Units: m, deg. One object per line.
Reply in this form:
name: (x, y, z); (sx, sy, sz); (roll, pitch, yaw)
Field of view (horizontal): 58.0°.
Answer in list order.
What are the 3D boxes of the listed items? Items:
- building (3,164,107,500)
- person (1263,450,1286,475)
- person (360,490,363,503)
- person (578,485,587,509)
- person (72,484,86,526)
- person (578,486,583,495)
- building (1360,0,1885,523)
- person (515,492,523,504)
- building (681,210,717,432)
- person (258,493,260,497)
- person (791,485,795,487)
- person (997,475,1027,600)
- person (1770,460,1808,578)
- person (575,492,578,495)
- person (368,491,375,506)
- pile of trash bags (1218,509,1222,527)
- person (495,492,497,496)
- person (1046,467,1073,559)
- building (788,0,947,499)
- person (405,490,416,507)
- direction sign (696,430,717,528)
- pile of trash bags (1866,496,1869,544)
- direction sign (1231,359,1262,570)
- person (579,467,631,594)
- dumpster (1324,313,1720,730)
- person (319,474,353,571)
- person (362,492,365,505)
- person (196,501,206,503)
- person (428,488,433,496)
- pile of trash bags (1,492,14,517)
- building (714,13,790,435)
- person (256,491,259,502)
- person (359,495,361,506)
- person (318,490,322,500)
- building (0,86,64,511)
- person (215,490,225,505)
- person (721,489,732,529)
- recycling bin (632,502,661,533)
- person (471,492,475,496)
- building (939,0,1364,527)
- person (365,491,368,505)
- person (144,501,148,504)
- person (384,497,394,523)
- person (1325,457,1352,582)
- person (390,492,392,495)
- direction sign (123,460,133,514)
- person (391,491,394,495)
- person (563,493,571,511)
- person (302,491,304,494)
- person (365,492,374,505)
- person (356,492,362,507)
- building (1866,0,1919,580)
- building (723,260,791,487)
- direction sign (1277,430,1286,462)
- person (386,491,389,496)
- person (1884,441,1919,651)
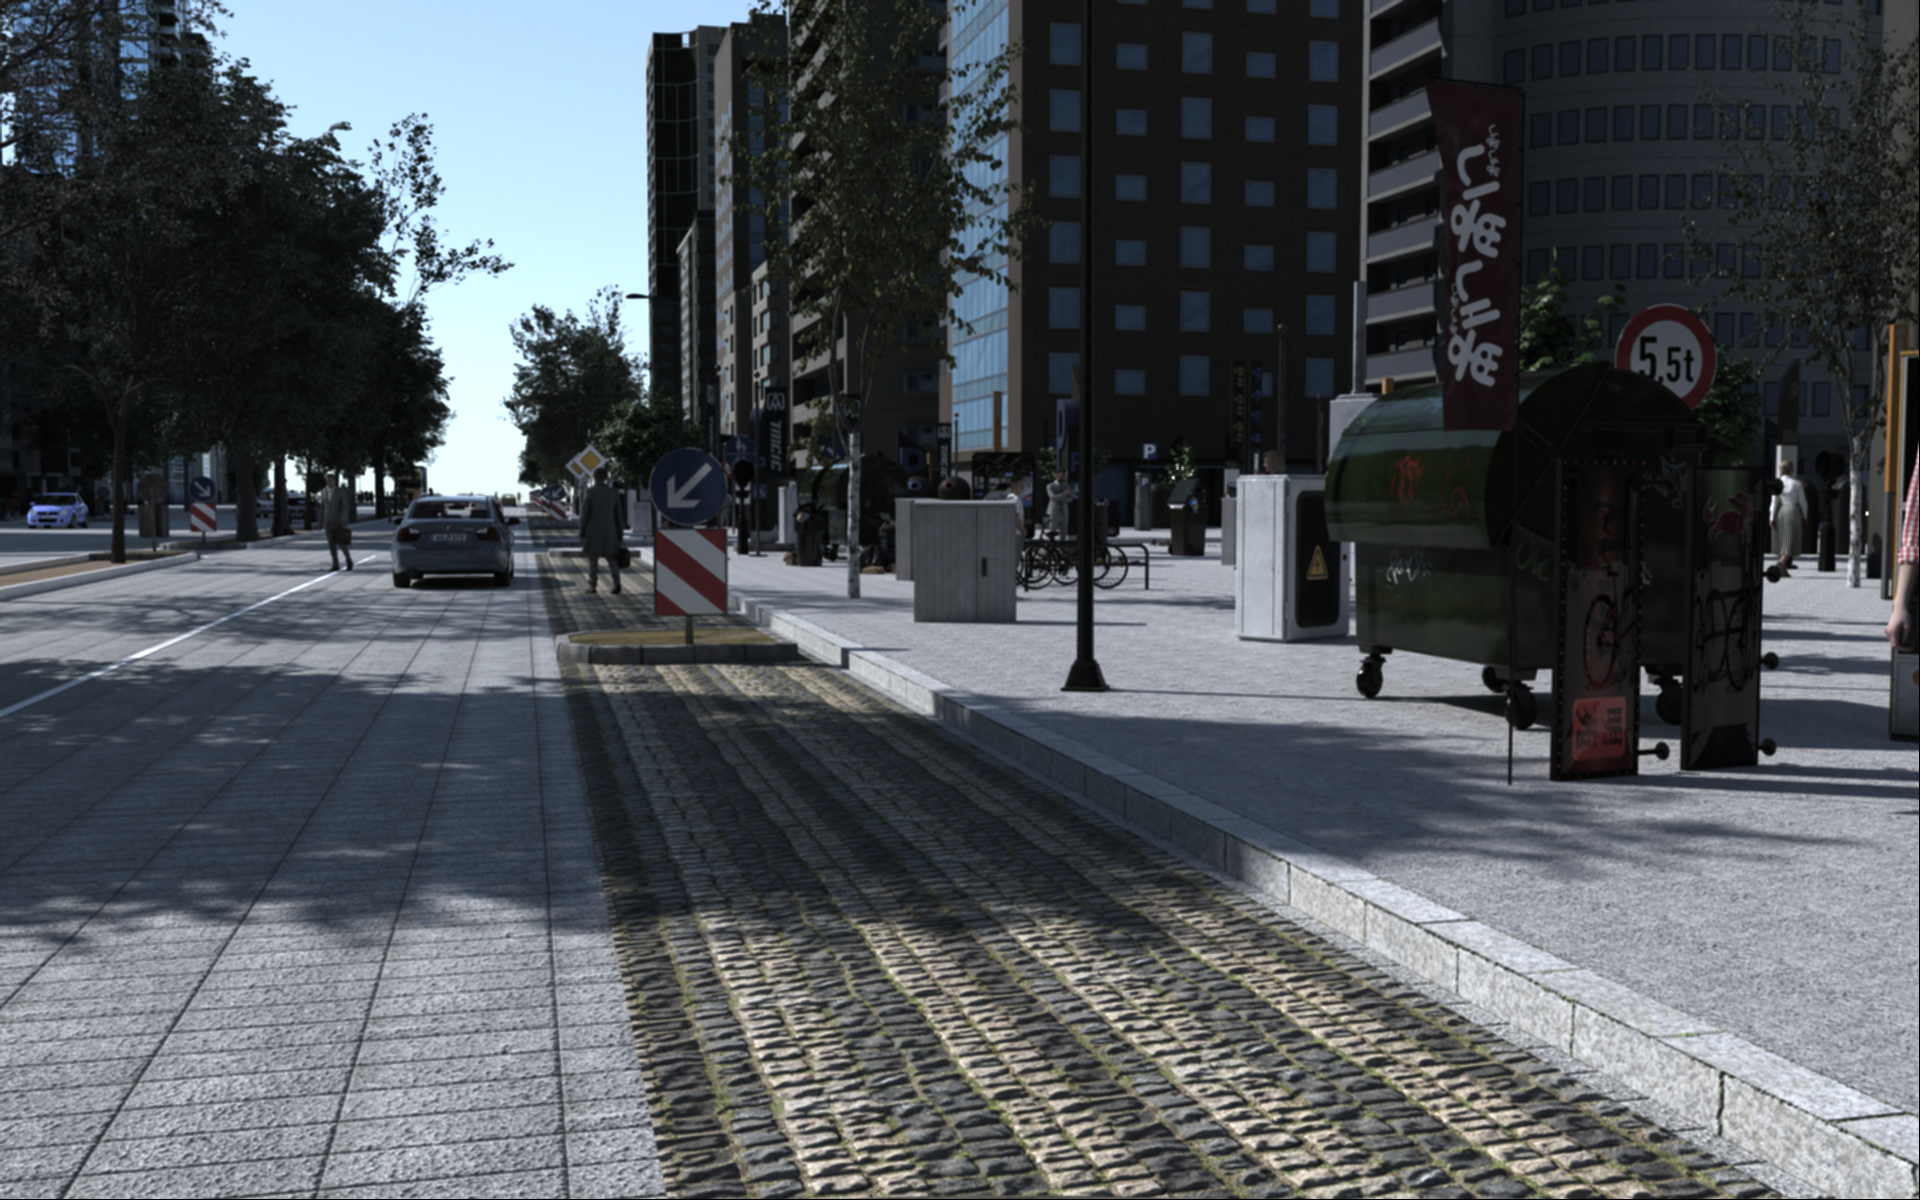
building: (-85.555, -23.390, 154.129); (14.160, 30.474, 14.107); (-1, 4, -14)
person: (3.763, -0.882, 20.639); (0.728, 1.800, 0.709); (1, 4, 16)
person: (-90.024, -15.558, 260.376); (0.705, 1.831, 1.348); (-2, 4, -33)
person: (-21.403, -5.673, 98.901); (0.694, 1.812, 0.767); (-2, 4, -28)
person: (-39.700, -4.288, 77.967); (0.648, 1.900, 0.474); (-3, 5, -43)
person: (-25.816, -6.880, 118.377); (0.661, 1.843, 0.795); (-2, 4, -35)
building: (34.742, -33.240, 85.480); (28.212, 58.520, 21.231); (-1, 4, -14)
person: (-60.790, -14.039, 238.717); (1.217, 1.739, 0.721); (-1, 4, -19)
building: (-20.785, -24.935, 179.383); (14.160, 30.474, 14.107); (-1, 4, -14)
person: (-95.359, -13.852, 235.780); (0.557, 1.426, 1.065); (0, 4, 1)
person: (-9.581, -5.741, 99.999); (0.391, 1.810, 0.635); (0, 4, -3)
person: (0.627, -0.757, 21.009); (0.503, 1.515, 0.523); (3, 5, 39)
person: (12.652, -1.239, 26.526); (0.641, 1.798, 0.478); (-3, 5, -40)
person: (-31.615, -8.456, 144.256); (1.348, 1.831, 0.705); (-2, 4, -27)
person: (-71.379, -12.342, 210.312); (0.705, 1.822, 1.348); (2, 4, 30)
pile of trash bags: (11.764, -3.513, 67.196); (3.447, 1.369, 1.912); (0, 4, 6)
person: (-52.599, -11.434, 196.362); (0.530, 1.710, 0.541); (0, 4, -4)
person: (1.961, -1.680, 33.692); (0.511, 1.800, 0.466); (-3, 4, -39)
building: (1.405, -29.675, 108.893); (21.300, 48.544, 21.600); (-1, 4, -14)
person: (-52.113, -9.523, 164.219); (0.705, 1.822, 1.348); (3, 5, 43)
direction sign: (-8.992, -4.261, 61.666); (0.876, 3.537, 0.379); (-1, 4, -21)
pile of trash bags: (23.943, -2.135, 44.666); (1.912, 1.369, 3.447); (0, 4, -6)
direction sign: (4.852, -2.287, 29.393); (0.379, 3.537, 0.876); (3, 5, 43)
person: (-5.094, -0.983, 24.670); (0.694, 1.812, 0.767); (-2, 4, -31)
dumpster: (3.263, -0.473, 10.234); (1.502, 2.255, 1.985); (-1, 4, -14)
person: (-11.614, -1.440, 32.159); (0.709, 1.813, 0.853); (0, 4, 7)
person: (-77.381, -13.160, 224.378); (0.721, 1.743, 1.217); (-3, 5, -41)
person: (-29.981, -3.644, 68.668); (0.643, 1.750, 0.593); (-1, 4, -9)
person: (-32.895, -6.055, 107.514); (0.388, 1.821, 0.555); (-1, 4, -13)
pile of trash bags: (-53.064, -5.218, 95.069); (3.447, 1.369, 1.912); (1, 4, 17)
building: (-15.453, -31.448, 164.292); (14.600, 45.320, 14.200); (-1, 4, -14)
person: (-87.698, -12.817, 216.315); (0.721, 1.735, 1.217); (0, 4, -7)
person: (-73.625, -12.274, 212.444); (0.557, 1.426, 1.065); (1, 4, 22)
person: (-54.992, -8.615, 149.370); (0.705, 1.822, 1.348); (0, 4, 7)
building: (-88.290, -26.960, 132.677); (32.217, 40.220, 23.993); (-1, 4, -14)
person: (-88.682, -12.279, 207.524); (1.217, 1.735, 0.721); (-3, 4, -36)
person: (-8.582, -3.340, 63.252); (0.523, 1.515, 0.503); (1, 4, 16)
recycling bin: (-10.467, -2.769, 57.824); (0.722, 1.027, 0.722); (2, 4, 25)
person: (-64.791, -13.479, 229.661); (1.217, 1.735, 0.721); (0, 4, 7)
building: (7.558, -25.927, 74.021); (14.200, 45.320, 14.600); (-1, 4, -14)
person: (-75.368, -12.946, 220.102); (0.705, 1.831, 1.348); (0, 4, -5)
person: (-92.439, -11.606, 196.477); (0.621, 1.740, 0.551); (-2, 4, -31)
person: (-28.631, -4.529, 86.820); (0.475, 1.303, 0.640); (-3, 4, -38)
person: (5.206, -1.120, 24.320); (0.822, 1.834, 0.622); (-2, 4, -31)
person: (-83.536, -14.994, 254.377); (0.721, 1.736, 1.217); (3, 4, 38)
direction sign: (-54.613, -7.438, 113.615); (0.379, 3.537, 0.876); (2, 4, 24)
person: (-70.482, -12.637, 215.127); (1.348, 1.823, 0.705); (2, 4, 25)
person: (-29.874, -7.479, 131.512); (0.628, 1.438, 0.799); (-1, 4, -19)
person: (-59.447, -9.039, 157.013); (0.721, 1.736, 1.217); (-1, 4, -13)
person: (-76.094, -13.092, 223.269); (1.217, 1.736, 0.721); (0, 4, 7)
person: (-69.122, -11.605, 198.965); (1.217, 1.735, 0.721); (-2, 4, -35)
building: (26.740, -24.081, 17.419); (21.300, 48.544, 21.600); (-1, 4, -14)
building: (-4.345, -18.363, 145.277); (27.650, 21.520, 28.899); (-1, 4, -14)
direction sign: (11.494, -4.281, 61.997); (0.379, 3.537, 0.876); (2, 4, 28)
person: (-65.551, -11.587, 198.635); (0.721, 1.739, 1.217); (1, 4, 9)
person: (3.271, 0.030, 5.555); (0.555, 1.821, 0.388); (1, 4, 10)
